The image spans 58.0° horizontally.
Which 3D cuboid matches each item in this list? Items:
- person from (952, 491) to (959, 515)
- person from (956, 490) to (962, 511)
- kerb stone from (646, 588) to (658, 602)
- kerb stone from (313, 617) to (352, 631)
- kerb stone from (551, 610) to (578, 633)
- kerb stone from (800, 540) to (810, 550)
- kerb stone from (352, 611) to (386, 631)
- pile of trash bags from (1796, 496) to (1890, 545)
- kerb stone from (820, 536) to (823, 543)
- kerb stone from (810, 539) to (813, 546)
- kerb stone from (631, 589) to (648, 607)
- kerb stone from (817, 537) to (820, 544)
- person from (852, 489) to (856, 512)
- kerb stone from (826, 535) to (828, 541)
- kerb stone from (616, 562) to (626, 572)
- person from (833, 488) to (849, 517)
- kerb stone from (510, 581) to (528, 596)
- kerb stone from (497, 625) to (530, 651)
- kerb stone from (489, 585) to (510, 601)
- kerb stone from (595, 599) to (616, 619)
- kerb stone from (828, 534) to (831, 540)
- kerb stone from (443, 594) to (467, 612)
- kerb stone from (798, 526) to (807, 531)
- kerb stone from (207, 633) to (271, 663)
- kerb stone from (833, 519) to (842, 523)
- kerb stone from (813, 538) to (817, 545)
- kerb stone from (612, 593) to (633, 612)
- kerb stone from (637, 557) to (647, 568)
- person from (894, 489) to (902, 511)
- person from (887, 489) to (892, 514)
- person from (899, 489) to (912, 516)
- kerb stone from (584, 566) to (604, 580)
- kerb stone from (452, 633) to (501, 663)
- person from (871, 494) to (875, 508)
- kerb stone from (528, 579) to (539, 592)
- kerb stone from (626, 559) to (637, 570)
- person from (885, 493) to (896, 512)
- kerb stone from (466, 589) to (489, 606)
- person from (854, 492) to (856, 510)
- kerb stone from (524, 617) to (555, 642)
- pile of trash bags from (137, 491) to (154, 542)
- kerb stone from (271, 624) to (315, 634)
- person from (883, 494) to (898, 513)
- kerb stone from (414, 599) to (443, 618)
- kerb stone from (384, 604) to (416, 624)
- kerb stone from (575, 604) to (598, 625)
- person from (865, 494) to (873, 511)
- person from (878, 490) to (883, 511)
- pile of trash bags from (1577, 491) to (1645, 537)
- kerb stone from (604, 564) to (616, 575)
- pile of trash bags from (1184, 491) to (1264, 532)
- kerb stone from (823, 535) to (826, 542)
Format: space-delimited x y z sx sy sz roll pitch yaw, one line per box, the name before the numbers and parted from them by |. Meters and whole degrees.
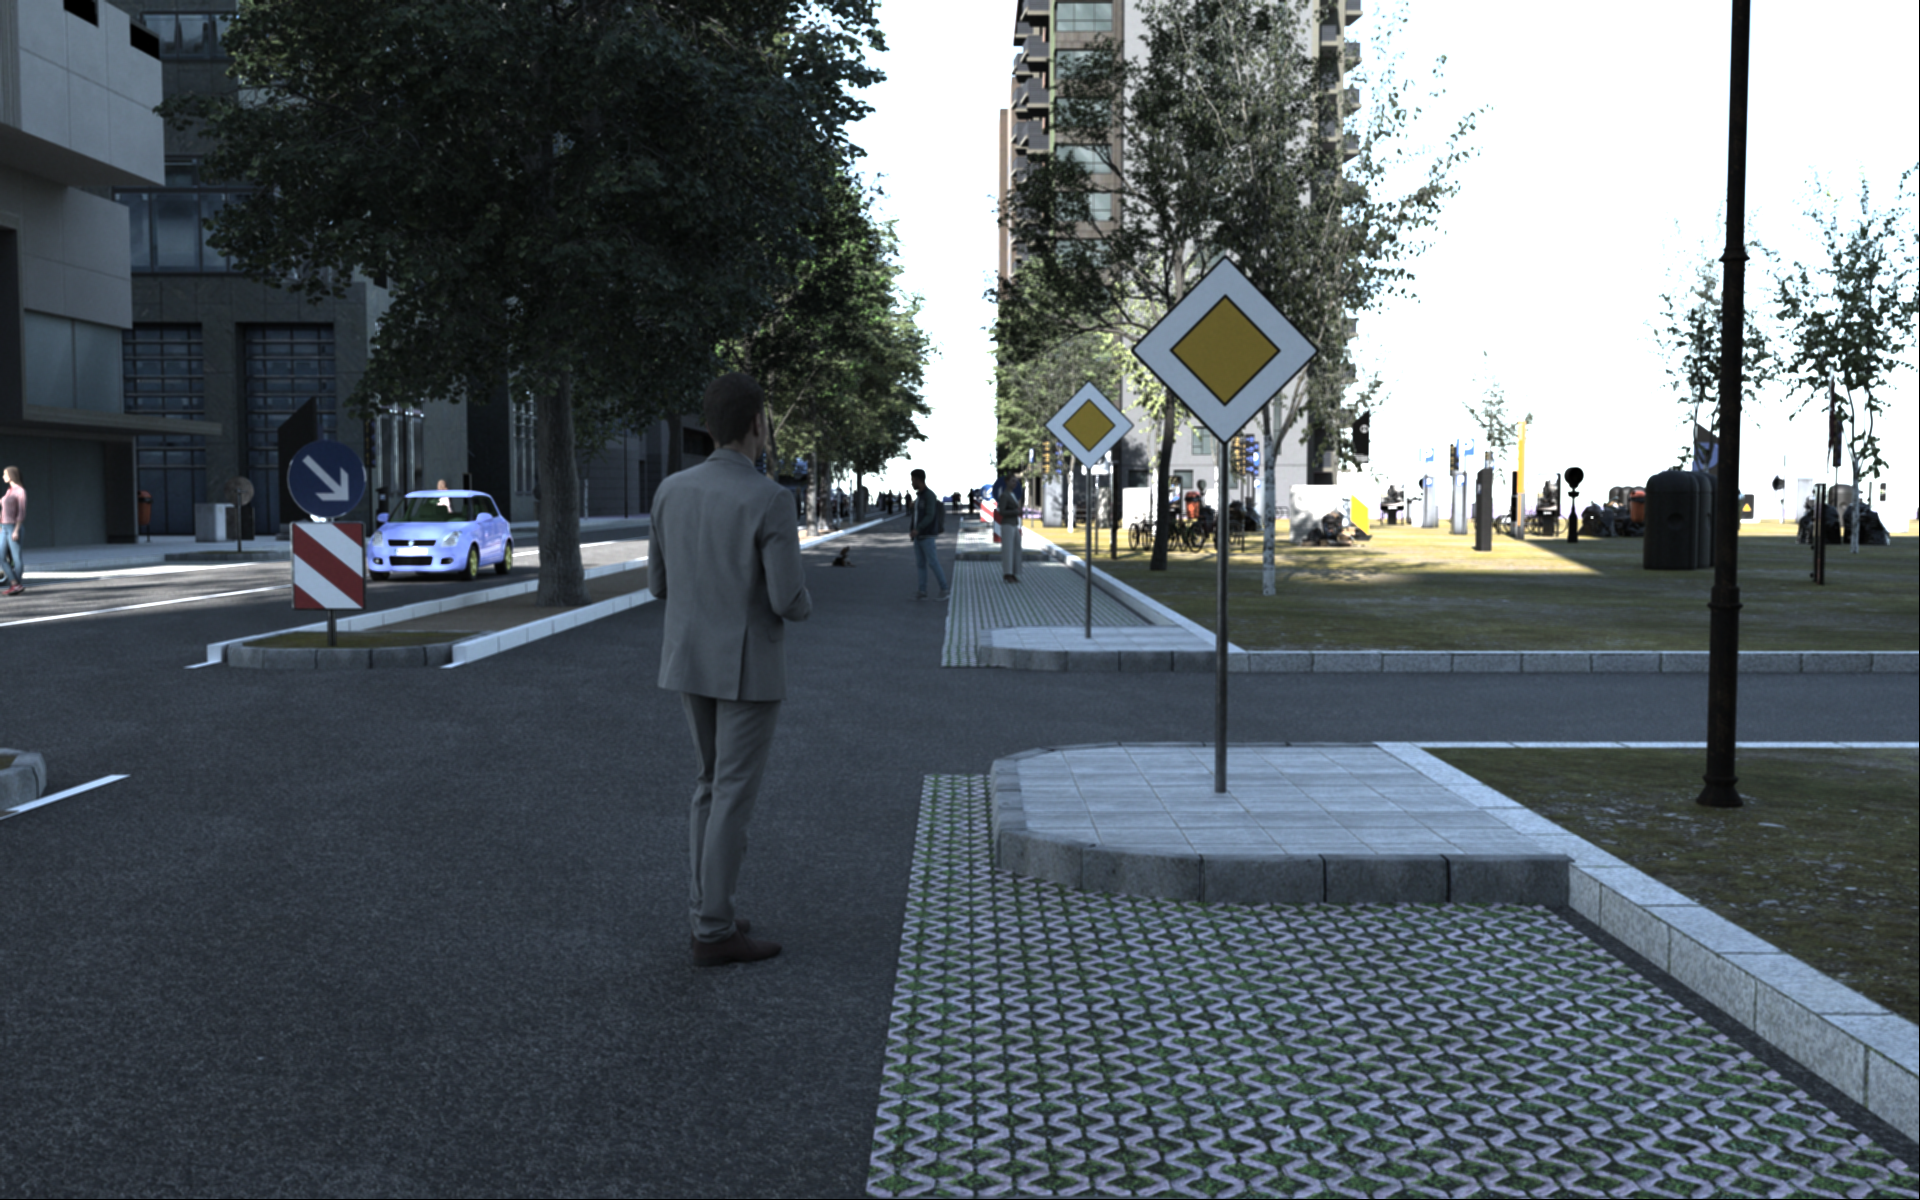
person | -0.297 -6.795 121.072 0.593 1.643 0.415 2 4 32
person | -0.043 -8.484 147.658 0.683 1.767 0.568 -1 4 -17
kerb stone | -4.209 -0.072 23.376 0.120 0.150 1.000 0 4 0
kerb stone | -6.329 0.303 17.270 0.120 0.150 1.000 0 4 0
kerb stone | -4.224 0.242 18.251 0.120 0.150 1.000 0 4 0
kerb stone | -4.149 -1.452 45.932 0.120 0.150 1.000 0 4 0
kerb stone | -6.324 0.242 18.295 0.120 0.150 1.000 0 4 0
pile of trash bags | 23.364 -2.119 44.394 3.447 1.369 1.912 2 4 25
kerb stone | -4.144 -1.702 50.026 0.120 0.150 1.000 0 4 0
kerb stone | -4.149 -1.514 46.956 0.120 0.150 1.000 0 4 0
kerb stone | -4.212 -0.007 22.348 0.120 0.150 1.000 0 4 0
kerb stone | -4.145 -1.639 48.999 0.120 0.150 1.000 0 4 0
person | -8.208 -7.746 135.143 1.348 1.824 0.705 -3 4 -36
kerb stone | -4.135 -1.828 52.085 0.120 0.150 1.000 0 4 0
kerb stone | -6.298 -0.574 31.618 0.120 0.150 1.000 0 4 0
person | -7.295 -5.976 106.198 1.348 1.826 0.705 2 4 33
kerb stone | -6.314 -0.137 24.443 0.120 0.150 1.000 0 4 0
kerb stone | -4.232 0.368 16.186 0.120 0.150 1.000 0 4 0
kerb stone | -6.313 -0.075 23.417 0.120 0.150 1.000 0 4 0
kerb stone | -4.221 0.118 20.295 0.120 0.150 1.000 0 4 0
kerb stone | -4.138 -1.890 53.107 0.120 0.150 1.000 0 4 0
kerb stone | -6.317 0.058 21.372 0.120 0.150 1.000 0 4 0
kerb stone | -6.195 -2.825 68.501 0.120 0.150 1.000 0 4 0
kerb stone | -6.336 0.427 15.216 0.120 0.150 1.000 0 4 0
kerb stone | -6.153 -3.960 86.938 0.120 0.150 1.000 0 4 0
kerb stone | -4.143 -1.577 47.977 0.120 0.150 1.000 0 4 0
kerb stone | -4.218 0.053 21.326 0.120 0.150 1.000 0 4 0
kerb stone | -6.286 -0.702 33.672 0.120 0.150 1.000 0 4 0
person | -5.261 -8.504 147.415 0.599 1.838 0.709 -2 4 -25
person | -4.970 -6.978 122.607 0.705 1.823 1.348 -1 4 -10
person | -3.543 -6.366 113.114 0.750 1.759 0.617 -2 4 -32
kerb stone | -6.293 -0.451 29.574 0.120 0.150 1.000 0 4 0
kerb stone | -4.236 0.430 15.161 0.120 0.150 1.000 0 4 0
person | -9.217 -10.433 182.333 0.557 1.426 1.065 1 4 14
kerb stone | -6.306 -0.200 25.465 0.120 0.150 1.000 0 4 0
kerb stone | -6.287 -0.633 32.650 0.120 0.150 1.000 0 4 0
person | -5.643 -8.026 139.868 0.705 1.807 1.348 3 4 38
kerb stone | -6.317 -0.012 22.394 0.120 0.150 1.000 0 4 0
person | -9.469 -9.114 158.452 0.436 1.711 0.756 0 4 -1
kerb stone | -4.230 0.305 17.215 0.120 0.150 1.000 0 4 0
pile of trash bags | -23.086 -2.239 46.358 3.447 1.369 1.912 1 4 15
kerb stone | -6.326 0.366 16.248 0.120 0.150 1.000 0 4 0
person | -5.197 -7.357 129.499 1.217 1.735 0.721 1 4 18
kerb stone | -6.321 0.113 20.344 0.120 0.150 1.000 0 4 0
kerb stone | -6.321 0.184 19.317 0.120 0.150 1.000 0 4 0
kerb stone | -4.221 0.182 19.273 0.120 0.150 1.000 0 4 0
person | -7.666 -8.211 142.734 1.348 1.826 0.705 -3 5 -39
person | -6.864 -8.561 149.145 0.551 1.740 0.621 2 4 30
pile of trash bags | 19.840 -2.577 51.879 1.912 1.369 3.447 0 4 2
kerb stone | -6.290 -0.514 30.596 0.120 0.150 1.000 0 4 0
pile of trash bags | 8.791 -3.017 59.084 1.912 1.369 3.447 3 5 43
kerb stone | -4.137 -1.760 51.058 0.120 0.150 1.000 0 4 0
